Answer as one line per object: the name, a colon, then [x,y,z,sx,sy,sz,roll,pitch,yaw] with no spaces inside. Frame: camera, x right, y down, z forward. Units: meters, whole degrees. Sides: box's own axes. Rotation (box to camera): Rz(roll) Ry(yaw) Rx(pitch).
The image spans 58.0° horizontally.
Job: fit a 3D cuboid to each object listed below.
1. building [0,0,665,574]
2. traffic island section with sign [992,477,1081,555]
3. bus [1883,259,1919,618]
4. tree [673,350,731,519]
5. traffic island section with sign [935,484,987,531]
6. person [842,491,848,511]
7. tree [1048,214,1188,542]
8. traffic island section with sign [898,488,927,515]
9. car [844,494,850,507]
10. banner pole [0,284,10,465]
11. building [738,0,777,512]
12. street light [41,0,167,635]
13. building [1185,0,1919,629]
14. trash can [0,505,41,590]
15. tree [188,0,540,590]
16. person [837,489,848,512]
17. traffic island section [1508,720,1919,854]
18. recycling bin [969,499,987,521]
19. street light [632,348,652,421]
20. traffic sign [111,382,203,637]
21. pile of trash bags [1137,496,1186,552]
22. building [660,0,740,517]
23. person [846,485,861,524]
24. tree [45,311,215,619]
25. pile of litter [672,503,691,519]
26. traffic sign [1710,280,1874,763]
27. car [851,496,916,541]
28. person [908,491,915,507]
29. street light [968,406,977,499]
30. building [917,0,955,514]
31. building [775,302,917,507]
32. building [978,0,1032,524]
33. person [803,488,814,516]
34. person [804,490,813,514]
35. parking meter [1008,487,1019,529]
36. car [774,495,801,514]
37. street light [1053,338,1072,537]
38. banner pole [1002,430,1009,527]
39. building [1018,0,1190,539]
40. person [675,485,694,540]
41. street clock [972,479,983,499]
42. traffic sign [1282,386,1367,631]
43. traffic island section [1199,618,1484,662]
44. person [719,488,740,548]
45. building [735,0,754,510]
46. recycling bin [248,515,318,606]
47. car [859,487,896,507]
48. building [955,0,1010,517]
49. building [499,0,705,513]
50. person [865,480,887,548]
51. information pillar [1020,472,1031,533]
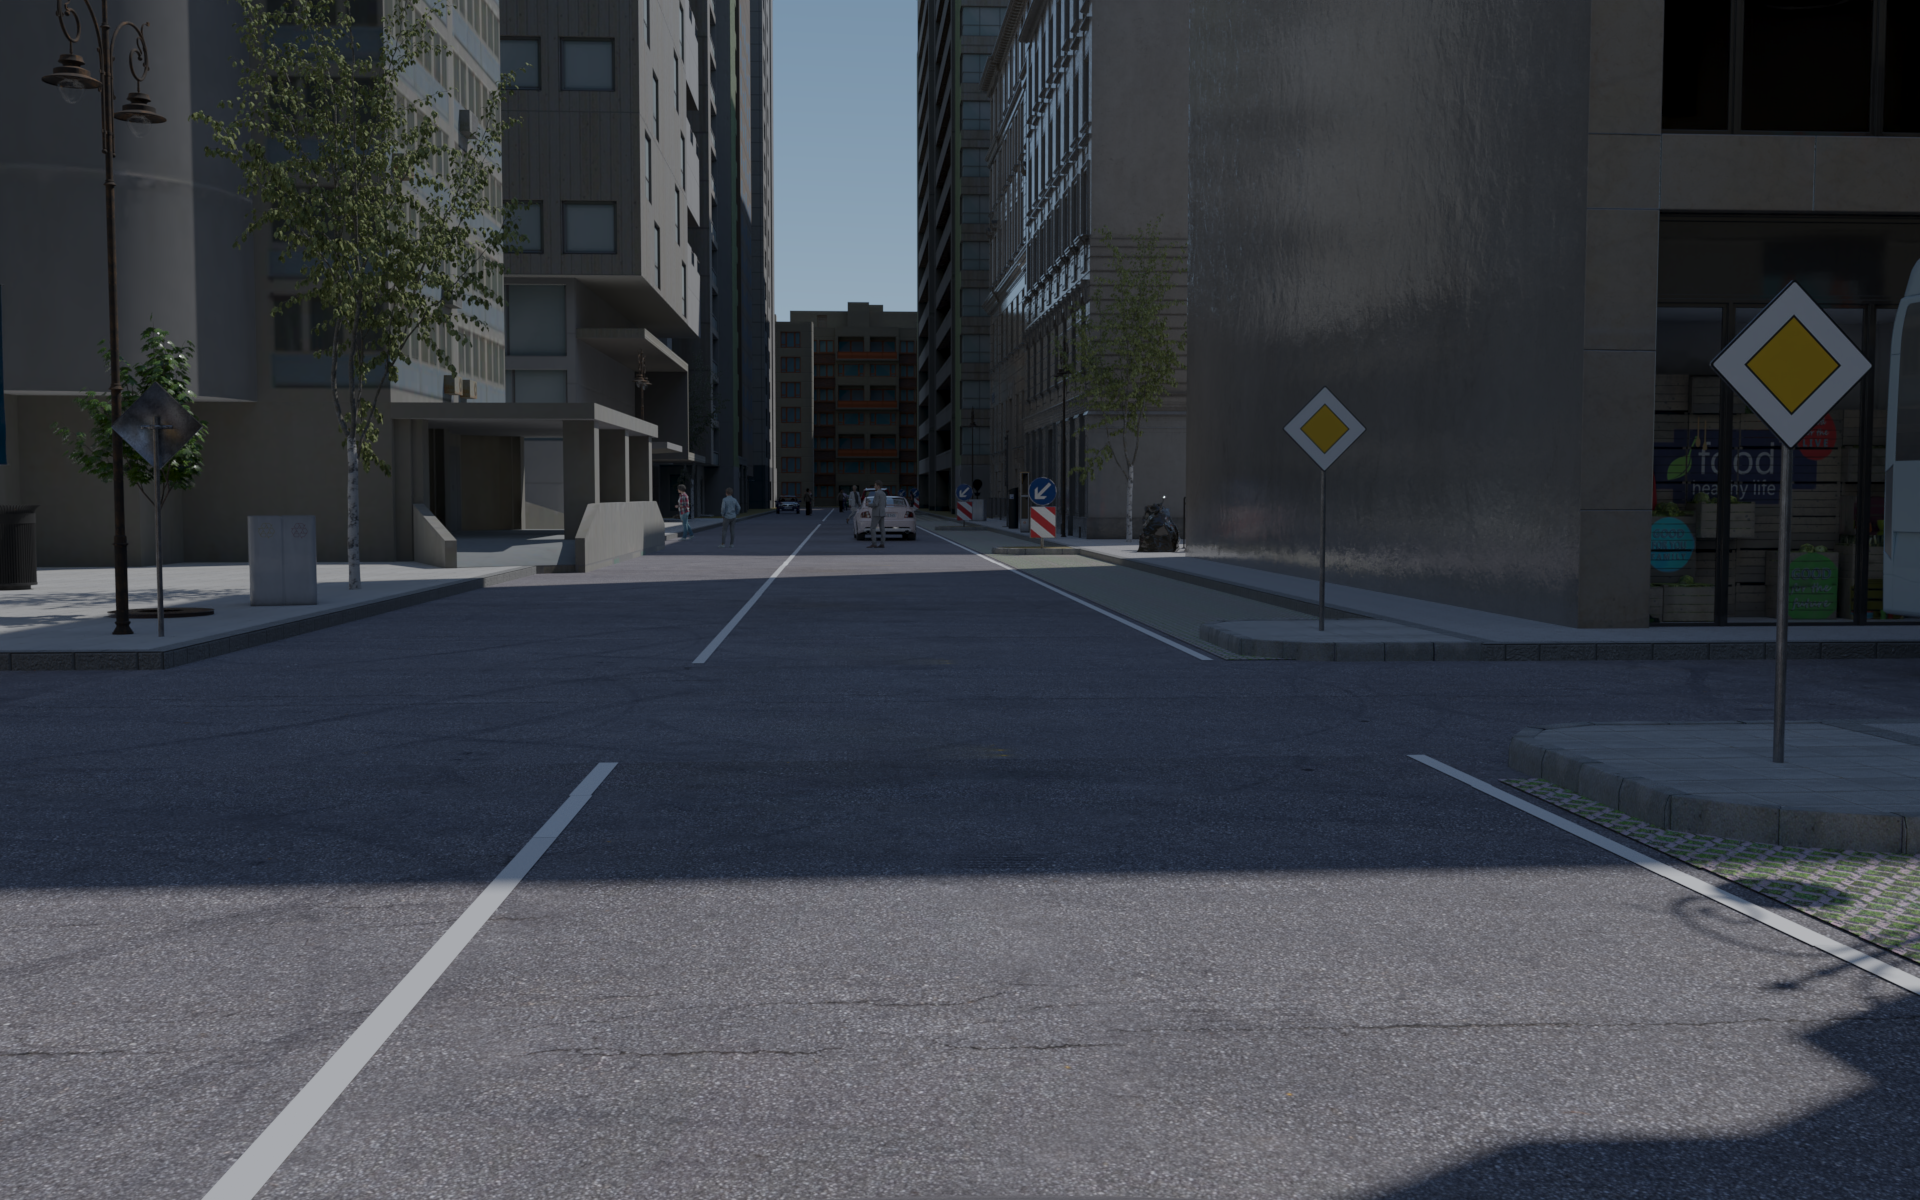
building: [-23.340,-21.055,36.127,32.217,40.220,23.993,0,4,-4]
traffic island section with sign: [1.782,-2.004,41.394,1.989,1.847,2.006,0,4,-4]
bus: [14.007,-1.109,12.996,13.247,3.499,2.948,0,4,-5]
tree: [-13.811,-8.393,87.593,4.360,8.622,3.978,0,3,0]
traffic island section with sign: [0.011,-3.649,68.291,1.989,1.847,2.006,0,4,-4]
person: [-9.939,-8.497,148.363,0.756,1.711,0.436,0,4,-4]
tree: [4.474,-5.855,46.099,4.737,8.622,4.395,0,3,0]
traffic island section with sign: [-3.235,-6.691,118.023,1.989,1.847,2.006,0,4,-4]
car: [-10.225,-9.205,162.292,2.131,1.459,4.920,0,4,-5]
banner pole: [-10.225,-1.705,17.889,0.401,3.779,0.863,2,4,27]
building: [-27.354,-43.821,154.717,20.611,71.187,20.563,0,4,-4]
street light: [-7.664,-2.623,15.680,0.468,5.910,1.993,0,4,-4]
building: [22.221,-13.568,26.357,34.151,26.468,19.350,0,4,-4]
trash can: [-12.736,-0.708,23.235,0.748,1.137,0.748,0,3,0]
tree: [-7.948,-4.454,23.190,4.737,8.622,4.395,0,3,0]
person: [-9.278,-7.773,135.591,0.705,1.823,1.348,2,4,32]
traffic island section: [3.934,0.855,8.299,2.009,0.180,2.903,0,4,-4]
recycling bin: [0.846,-4.248,82.005,0.722,1.027,0.722,1,4,13]
street light: [-10.113,-5.040,55.184,0.468,5.910,1.993,0,4,-4]
traffic sign: [-7.183,-0.726,15.520,0.795,2.450,0.064,0,4,-4]
pile of trash bags: [5.145,-1.822,39.543,1.912,1.369,3.447,1,4,16]
building: [-19.929,-25.258,96.566,14.154,41.232,14.086,0,4,-4]
person: [-4.993,-4.469,81.450,0.818,1.842,0.514,3,4,37]
tree: [-8.442,-1.454,18.367,1.663,3.219,1.824,0,3,0]
pile of litter: [-14.252,-4.591,89.027,1.176,0.858,1.719,1,4,16]
traffic sign: [3.911,-0.280,8.220,0.795,2.450,0.064,0,4,-4]
car: [-2.403,-2.597,54.821,2.083,1.381,4.827,0,4,-5]
person: [-3.130,-6.214,111.572,0.415,1.643,0.593,-1,4,-19]
street light: [0.660,-7.226,90.929,0.468,5.910,1.993,0,4,-4]
building: [7.601,-31.701,142.014,21.300,48.544,21.600,0,4,-4]
building: [-10.168,-20.966,187.830,28.899,21.520,27.650,0,4,-4]
building: [7.941,-17.233,79.031,12.463,27.353,25.104,0,4,-4]
person: [-10.146,-6.564,115.835,0.705,1.823,1.348,-2,4,-35]
person: [-10.976,-7.084,125.119,0.742,1.727,0.445,1,4,20]
parking meter: [1.975,-3.399,63.981,0.372,1.533,0.369,0,3,0]
car: [-12.526,-6.944,126.110,1.945,1.354,3.894,0,4,-6]
street light: [3.086,-4.810,51.423,0.468,5.910,1.993,0,4,-4]
banner pole: [1.795,-4.712,67.065,0.401,3.779,0.863,1,4,12]
building: [7.668,-12.744,57.515,9.793,20.994,18.267,0,4,-4]
person: [-8.497,-2.703,53.527,0.643,1.720,0.563,-1,4,-19]
street clock: [0.831,-4.821,83.387,0.471,2.002,0.358,-1,4,-12]
traffic sign: [3.390,-0.767,16.188,0.795,2.450,0.064,0,4,-4]
traffic island section: [3.413,0.368,16.267,2.009,0.180,2.903,0,4,-4]
person: [-6.181,-2.209,46.422,0.589,1.601,0.330,-2,4,-26]
building: [-23.174,-29.444,131.514,14.600,45.320,14.200,0,4,-4]
recycling bin: [-7.900,-0.467,20.188,0.722,1.027,0.722,-1,4,-23]
car: [-4.887,-5.664,101.280,2.281,1.827,5.304,0,4,-2]
building: [6.615,-25.562,101.539,14.154,41.232,14.086,0,4,-4]
building: [-24.959,-29.367,69.391,28.713,52.752,27.495,0,4,-4]
person: [-2.241,-2.290,46.134,0.583,1.804,0.606,1,4,19]
information pillar: [2.177,-3.251,57.641,0.304,2.012,0.304,1,4,12]
